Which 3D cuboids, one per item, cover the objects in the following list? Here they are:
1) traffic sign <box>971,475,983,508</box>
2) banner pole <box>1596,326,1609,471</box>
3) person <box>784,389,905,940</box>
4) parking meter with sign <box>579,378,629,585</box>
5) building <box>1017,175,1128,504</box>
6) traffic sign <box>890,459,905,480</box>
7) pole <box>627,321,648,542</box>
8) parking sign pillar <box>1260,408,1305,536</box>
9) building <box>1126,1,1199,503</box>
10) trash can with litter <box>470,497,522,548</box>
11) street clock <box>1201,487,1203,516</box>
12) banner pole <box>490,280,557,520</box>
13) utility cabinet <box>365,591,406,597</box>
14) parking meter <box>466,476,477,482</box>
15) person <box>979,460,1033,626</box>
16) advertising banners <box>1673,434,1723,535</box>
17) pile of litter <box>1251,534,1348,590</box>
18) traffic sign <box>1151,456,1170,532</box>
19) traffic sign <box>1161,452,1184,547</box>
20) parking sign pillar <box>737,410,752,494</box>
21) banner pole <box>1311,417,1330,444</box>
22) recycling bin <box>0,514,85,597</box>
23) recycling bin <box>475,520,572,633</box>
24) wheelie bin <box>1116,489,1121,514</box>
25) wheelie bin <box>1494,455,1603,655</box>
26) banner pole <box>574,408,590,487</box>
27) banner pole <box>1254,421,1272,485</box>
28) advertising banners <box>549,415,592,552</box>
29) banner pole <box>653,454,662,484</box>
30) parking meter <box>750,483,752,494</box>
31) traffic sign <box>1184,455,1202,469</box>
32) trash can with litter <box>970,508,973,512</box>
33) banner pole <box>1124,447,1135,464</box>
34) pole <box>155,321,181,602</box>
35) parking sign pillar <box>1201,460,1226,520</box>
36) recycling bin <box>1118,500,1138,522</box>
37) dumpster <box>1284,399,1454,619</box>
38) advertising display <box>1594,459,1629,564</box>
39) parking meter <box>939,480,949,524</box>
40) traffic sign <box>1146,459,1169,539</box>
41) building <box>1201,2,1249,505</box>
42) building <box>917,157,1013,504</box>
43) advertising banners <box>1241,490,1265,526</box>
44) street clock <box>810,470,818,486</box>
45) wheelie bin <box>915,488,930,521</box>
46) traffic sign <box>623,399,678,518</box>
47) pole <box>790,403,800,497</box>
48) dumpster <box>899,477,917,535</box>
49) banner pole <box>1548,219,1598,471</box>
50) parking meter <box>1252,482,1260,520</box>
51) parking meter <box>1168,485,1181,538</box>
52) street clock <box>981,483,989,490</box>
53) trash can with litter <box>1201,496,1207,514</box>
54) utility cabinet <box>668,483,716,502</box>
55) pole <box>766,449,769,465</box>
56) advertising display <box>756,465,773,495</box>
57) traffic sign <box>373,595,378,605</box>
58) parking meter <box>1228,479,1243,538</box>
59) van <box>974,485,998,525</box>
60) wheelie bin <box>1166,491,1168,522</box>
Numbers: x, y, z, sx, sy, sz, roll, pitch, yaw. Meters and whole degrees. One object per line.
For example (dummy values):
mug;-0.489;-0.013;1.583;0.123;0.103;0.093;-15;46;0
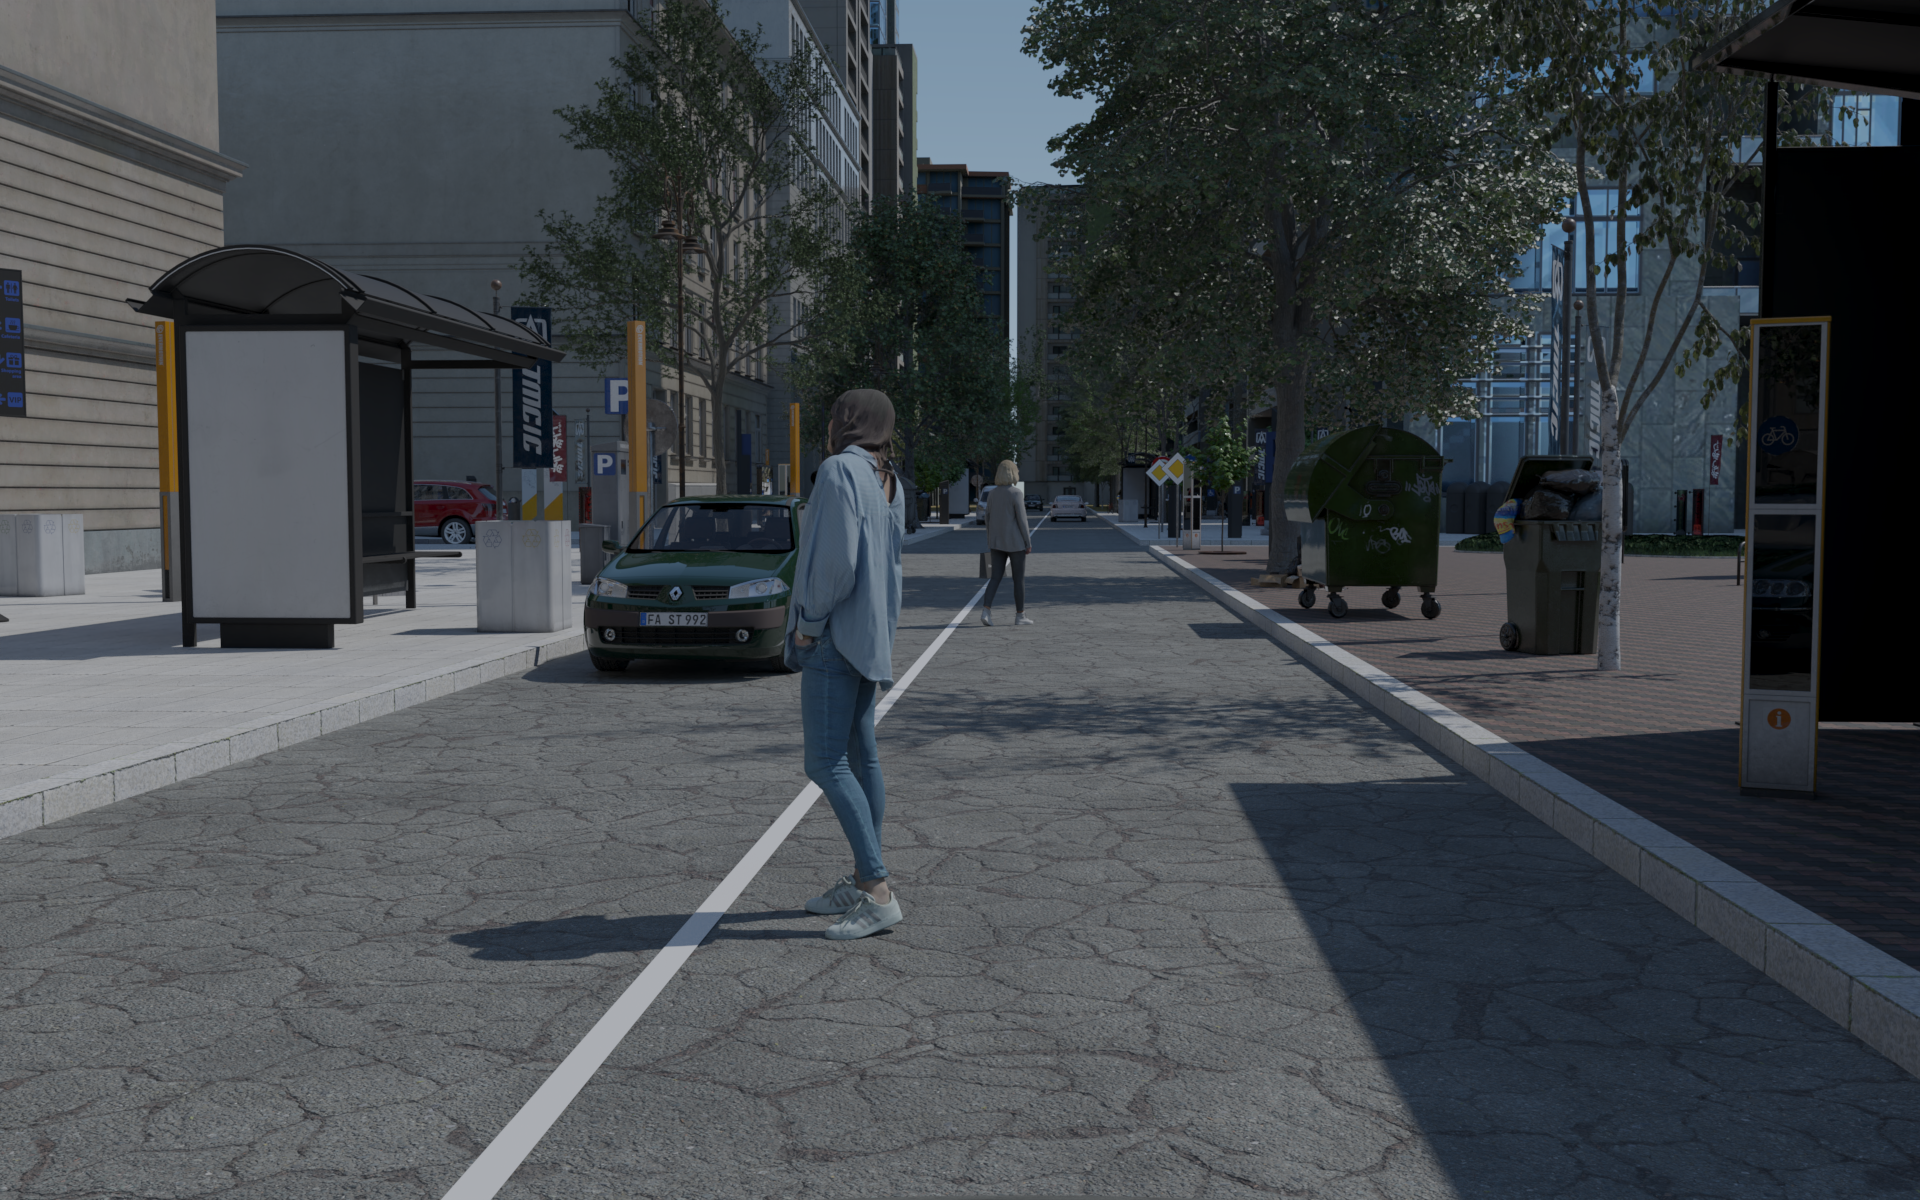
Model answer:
traffic sign;1.124;-6.983;114.285;0.768;2.556;0.104;0;4;5
banner pole;8.185;-1.994;22.612;0.863;3.779;0.401;-2;4;-33
person;-0.354;0.179;5.837;0.793;1.790;0.793;-1;4;-17
parking meter with sign;-5.109;-1.772;25.228;0.543;3.016;1.738;0;4;4
building;14.292;-32.951;222.338;14.086;41.232;14.154;0;4;3
traffic sign;-1.981;-2.836;50.007;0.795;2.450;0.064;0;4;3
pole;-3.822;-1.633;20.539;0.158;3.312;0.155;0;3;0
parking sign pillar;10.065;-3.991;53.720;1.447;3.967;1.447;-2;4;-35
building;31.806;-48.035;223.622;20.611;71.187;20.563;0;4;3
trash can with litter;-10.432;-1.816;40.755;1.678;1.210;2.233;-3;4;-37
street clock;14.057;-5.913;101.241;0.358;2.002;0.471;0;4;5
banner pole;-5.191;-1.857;20.382;0.863;3.779;0.401;-1;4;-16
utility cabinet;-7.403;-0.645;21.703;1.020;1.237;0.306;-2;4;-32
parking meter;-15.476;-3.009;54.904;0.255;1.863;0.399;-2;4;-28
person;0.444;-0.625;18.894;0.709;1.800;0.728;3;5;42
advertising banners;22.047;-3.397;51.729;0.090;3.025;2.074;-1;4;-14
pile of litter;4.682;-0.609;23.922;1.176;0.858;1.719;0;4;-8
traffic sign;6.791;-3.547;58.096;0.768;2.556;0.104;0;4;4
traffic sign;5.215;-2.319;41.552;0.795;2.450;0.064;0;4;3
parking sign pillar;-7.035;-4.146;56.266;1.447;3.967;1.447;0;4;-8
banner pole;11.570;-4.033;55.949;0.863;3.779;0.401;3;4;36
recycling bin;-11.621;-0.572;21.905;0.722;1.027;0.722;1;4;20
recycling bin;-4.106;-0.231;16.334;0.722;1.027;0.722;0;4;3
wheelie bin;10.685;-6.456;113.463;0.693;1.594;0.980;3;5;40
wheelie bin;4.837;-0.373;13.999;0.980;1.594;0.693;-1;4;-13
banner pole;-11.004;-3.709;50.652;0.863;3.779;0.401;3;5;40
banner pole;10.334;-4.188;58.492;0.863;3.779;0.401;1;4;22
advertising banners;-8.161;-2.576;38.298;2.074;3.025;0.090;0;4;-3
banner pole;-9.386;-3.804;52.208;0.863;3.779;0.401;0;4;-7
parking meter;-8.951;-4.114;72.977;0.255;1.863;0.399;2;4;25
traffic sign;7.336;-3.318;54.351;0.768;2.556;0.104;1;4;10
trash can with litter;0.342;-6.784;122.313;1.055;1.170;0.624;-1;4;-19
banner pole;8.982;-6.246;92.133;0.863;3.779;0.401;3;5;39
pole;-9.393;-1.634;20.553;0.158;3.312;0.155;0;3;0
parking sign pillar;12.747;-6.057;87.497;1.447;3.967;1.447;1;4;14
recycling bin;7.633;-4.041;78.624;0.722;1.027;0.722;-1;4;-14
dumpster;4.343;-0.980;18.521;1.502;2.255;1.985;0;4;3
advertising display;12.143;-1.660;32.354;0.123;1.923;0.974;-1;4;-12
parking meter;-0.683;-4.129;73.219;0.399;1.863;0.255;-1;4;-21
traffic sign;5.698;-2.806;49.522;0.795;2.450;0.064;0;4;3
building;31.316;-29.738;140.839;22.147;44.769;28.867;0;4;3
building;-7.655;-35.075;228.104;28.867;44.769;22.147;0;4;3
advertising banners;11.992;-4.458;69.074;0.090;3.025;2.074;-3;5;-44
street clock;-4.336;-2.976;53.224;0.471;2.002;0.358;1;4;14
wheelie bin;-1.888;-4.528;81.933;0.980;1.594;0.693;1;4;20
traffic sign;-4.143;-1.411;23.174;0.768;2.556;0.104;1;4;11
pole;-3.714;-2.759;38.957;0.158;3.312;0.155;0;3;0
dumpster;-2.071;-3.046;55.568;1.264;1.857;1.865;0;4;4
banner pole;5.412;-1.568;15.655;0.401;3.779;0.863;2;4;32
parking meter;14.790;-4.945;86.568;0.255;1.863;0.399;-1;4;-20
parking meter;6.271;-2.585;50.674;0.372;1.533;0.369;0;3;0
street clock;1.588;-6.455;110.103;0.471;2.002;0.358;-2;4;-35
trash can with litter;14.641;-5.551;102.146;0.624;1.170;1.055;-1;4;-18
utility cabinet;-5.313;-1.613;35.057;1.173;1.500;0.318;-3;5;-41
pole;-8.745;-5.193;78.750;0.158;3.312;0.155;0;3;0
advertising display;-4.325;-2.032;38.445;0.123;1.923;0.974;1;4;9
traffic sign;-6.771;-1.093;19.993;0.606;2.300;0.079;0;4;5
parking meter;8.026;-2.736;50.450;0.399;1.863;0.255;-1;4;-17
van;1.699;-4.533;81.132;2.013;2.044;4.112;0;4;5
wheelie bin;9.733;-4.371;79.375;0.980;1.594;0.693;2;4;33
